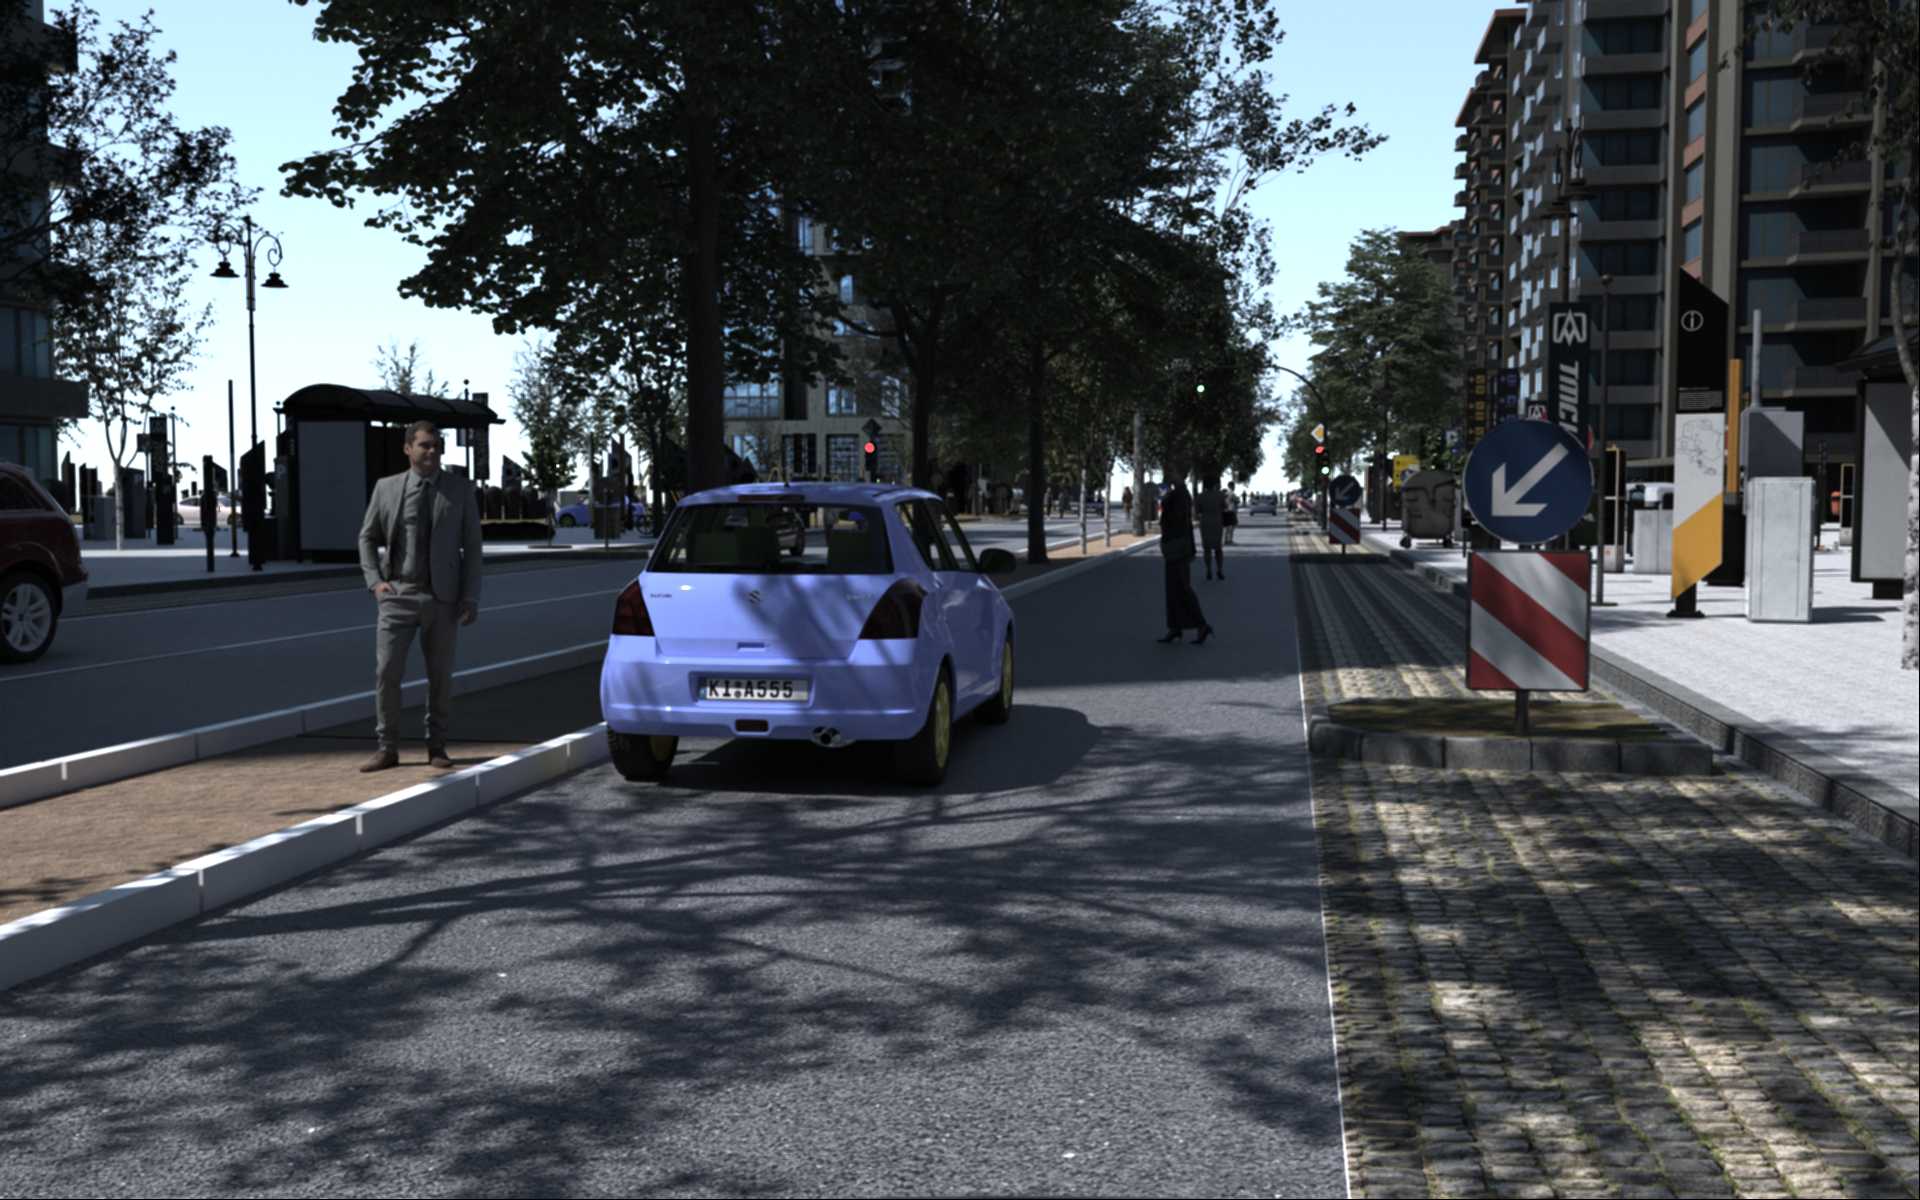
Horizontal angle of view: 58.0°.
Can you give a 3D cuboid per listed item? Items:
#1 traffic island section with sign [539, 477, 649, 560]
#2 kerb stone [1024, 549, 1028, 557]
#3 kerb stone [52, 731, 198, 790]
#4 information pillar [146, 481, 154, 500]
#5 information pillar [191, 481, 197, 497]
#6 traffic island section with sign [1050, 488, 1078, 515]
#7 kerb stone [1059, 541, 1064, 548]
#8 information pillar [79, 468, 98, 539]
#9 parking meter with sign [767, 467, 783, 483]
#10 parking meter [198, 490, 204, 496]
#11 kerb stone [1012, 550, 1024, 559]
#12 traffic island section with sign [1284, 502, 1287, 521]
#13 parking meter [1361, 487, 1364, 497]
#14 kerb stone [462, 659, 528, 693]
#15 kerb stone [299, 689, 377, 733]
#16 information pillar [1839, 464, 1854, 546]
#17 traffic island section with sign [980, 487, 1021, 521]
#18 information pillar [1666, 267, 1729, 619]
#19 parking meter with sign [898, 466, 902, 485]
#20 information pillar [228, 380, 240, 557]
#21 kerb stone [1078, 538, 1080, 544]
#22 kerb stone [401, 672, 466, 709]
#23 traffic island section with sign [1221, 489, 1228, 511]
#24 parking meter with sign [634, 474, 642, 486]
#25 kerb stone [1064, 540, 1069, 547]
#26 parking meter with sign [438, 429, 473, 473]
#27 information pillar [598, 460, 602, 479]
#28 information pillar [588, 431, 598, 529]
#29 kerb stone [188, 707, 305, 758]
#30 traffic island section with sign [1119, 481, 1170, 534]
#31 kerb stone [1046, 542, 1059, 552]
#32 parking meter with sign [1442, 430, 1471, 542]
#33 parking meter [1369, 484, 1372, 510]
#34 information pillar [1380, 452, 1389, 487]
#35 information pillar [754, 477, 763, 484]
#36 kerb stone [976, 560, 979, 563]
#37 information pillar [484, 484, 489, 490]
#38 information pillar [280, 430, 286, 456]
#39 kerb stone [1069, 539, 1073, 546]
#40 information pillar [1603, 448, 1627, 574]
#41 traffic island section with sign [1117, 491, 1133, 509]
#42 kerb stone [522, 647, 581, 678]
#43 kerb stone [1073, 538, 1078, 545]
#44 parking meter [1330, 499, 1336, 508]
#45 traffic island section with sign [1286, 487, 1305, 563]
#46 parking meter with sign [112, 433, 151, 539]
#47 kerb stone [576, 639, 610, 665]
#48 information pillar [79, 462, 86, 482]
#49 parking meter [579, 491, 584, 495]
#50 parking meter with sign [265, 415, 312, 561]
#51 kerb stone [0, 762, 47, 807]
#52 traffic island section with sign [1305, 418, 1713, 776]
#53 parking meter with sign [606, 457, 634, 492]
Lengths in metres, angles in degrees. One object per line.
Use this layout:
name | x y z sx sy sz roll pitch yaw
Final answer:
traffic island section with sign | -8.031 -1.825 38.469 1.989 1.847 2.006 1 4 11
kerb stone | 1.394 -1.033 39.089 0.120 0.150 1.000 1 4 11
kerb stone | -4.254 0.821 8.812 0.120 0.150 1.000 1 4 11
information pillar | -45.593 -5.688 97.491 0.304 2.012 0.304 2 4 34
information pillar | -43.914 -5.802 99.349 0.304 2.012 0.304 -2 4 -24
traffic island section with sign | 7.234 -6.835 120.384 1.989 1.847 2.006 1 4 11
kerb stone | 2.512 -1.402 45.133 0.120 0.150 1.000 1 4 11
information pillar | -24.684 -2.731 49.139 0.304 2.012 0.304 2 4 30
parking meter with sign | -12.307 -7.178 113.614 0.543 3.016 1.738 -3 5 -42
parking meter | -44.688 -5.732 102.123 0.372 1.533 0.369 0 3 0
kerb stone | 1.212 -0.972 38.083 0.120 0.150 1.000 1 4 11
traffic island section with sign | 18.119 -5.043 91.081 1.989 1.847 2.006 1 4 11
parking meter | 32.855 -8.312 141.617 0.255 1.863 0.399 1 4 11
kerb stone | -3.498 0.576 12.845 0.120 0.150 1.000 1 4 11
kerb stone | -3.870 0.697 10.826 0.120 0.150 1.000 1 4 11
information pillar | 21.818 -2.329 42.565 0.304 2.012 0.304 2 4 31
traffic island section with sign | 2.222 -5.187 93.443 1.989 1.847 2.006 1 4 11
information pillar | 7.609 -1.620 17.845 0.504 3.616 0.183 2 4 32
parking meter with sign | -4.552 -6.849 108.246 1.738 3.016 0.543 1 4 12
information pillar | -14.825 -2.688 35.298 0.183 3.616 0.504 -1 4 -22
kerb stone | 3.269 -1.649 49.165 0.120 0.150 1.000 1 4 11
kerb stone | -3.682 0.633 11.839 0.120 0.150 1.000 1 4 11
traffic island section with sign | 21.905 -8.278 143.484 2.006 1.907 1.989 1 4 11
parking meter with sign | -27.939 -9.273 147.867 0.543 3.016 1.738 2 4 35
kerb stone | 2.706 -1.464 46.137 0.120 0.150 1.000 1 4 11
parking meter with sign | -12.924 -2.956 44.599 0.543 3.016 1.738 -2 4 -33
information pillar | -23.680 -7.397 112.291 0.504 3.616 0.183 -1 4 -15
information pillar | -13.753 -4.481 64.626 0.183 3.616 0.504 -2 4 -24
kerb stone | -4.060 0.759 9.816 0.120 0.150 1.000 1 4 11
traffic island section with sign | 6.785 -3.315 62.330 2.006 1.907 1.989 1 4 11
kerb stone | 2.334 -1.340 44.126 0.120 0.150 1.000 1 4 11
parking meter with sign | 13.549 -3.059 46.272 0.543 3.016 1.738 -1 4 -15
parking meter | 22.909 -5.529 96.117 0.399 1.863 0.255 1 4 13
information pillar | 23.181 -6.326 94.787 0.504 3.616 0.183 0 4 -2
information pillar | -8.534 -4.216 73.423 0.304 2.012 0.304 3 5 44
kerb stone | 0.453 -0.724 34.055 0.120 0.150 1.000 1 4 11
information pillar | -35.314 -7.624 129.149 0.304 2.012 0.304 -2 4 -28
information pillar | -21.565 -3.937 55.725 0.504 3.616 0.183 -1 4 -16
kerb stone | 2.894 -1.526 47.148 0.120 0.150 1.000 1 4 11
information pillar | 10.566 -1.440 28.039 0.304 2.012 0.304 -3 5 -44
traffic island section with sign | 16.399 -9.842 169.543 1.989 1.847 2.006 1 4 11
kerb stone | -3.308 0.515 13.855 0.120 0.150 1.000 1 4 11
kerb stone | 3.081 -1.588 48.160 0.120 0.150 1.000 1 4 11
parking meter | 23.267 -6.263 108.110 0.399 1.863 0.255 1 4 19
traffic island section with sign | 7.930 -1.695 36.342 1.989 1.847 2.006 1 4 11
parking meter with sign | -24.045 -3.309 50.355 1.738 3.016 0.543 3 4 36
kerb stone | -3.123 0.449 14.860 0.120 0.150 1.000 1 4 11
information pillar | -63.410 -8.190 125.262 0.504 3.616 0.183 -3 4 -37
parking meter | -27.724 -7.246 126.876 0.372 1.533 0.369 0 3 0
parking meter with sign | -13.041 -2.301 33.890 0.543 3.016 1.738 2 4 27
kerb stone | -4.441 0.881 7.794 0.120 0.150 1.000 1 4 11
traffic island section with sign | 3.002 -0.074 9.840 1.989 1.847 2.006 1 4 11
parking meter with sign | -16.393 -5.217 81.562 1.738 3.016 0.543 1 4 17
